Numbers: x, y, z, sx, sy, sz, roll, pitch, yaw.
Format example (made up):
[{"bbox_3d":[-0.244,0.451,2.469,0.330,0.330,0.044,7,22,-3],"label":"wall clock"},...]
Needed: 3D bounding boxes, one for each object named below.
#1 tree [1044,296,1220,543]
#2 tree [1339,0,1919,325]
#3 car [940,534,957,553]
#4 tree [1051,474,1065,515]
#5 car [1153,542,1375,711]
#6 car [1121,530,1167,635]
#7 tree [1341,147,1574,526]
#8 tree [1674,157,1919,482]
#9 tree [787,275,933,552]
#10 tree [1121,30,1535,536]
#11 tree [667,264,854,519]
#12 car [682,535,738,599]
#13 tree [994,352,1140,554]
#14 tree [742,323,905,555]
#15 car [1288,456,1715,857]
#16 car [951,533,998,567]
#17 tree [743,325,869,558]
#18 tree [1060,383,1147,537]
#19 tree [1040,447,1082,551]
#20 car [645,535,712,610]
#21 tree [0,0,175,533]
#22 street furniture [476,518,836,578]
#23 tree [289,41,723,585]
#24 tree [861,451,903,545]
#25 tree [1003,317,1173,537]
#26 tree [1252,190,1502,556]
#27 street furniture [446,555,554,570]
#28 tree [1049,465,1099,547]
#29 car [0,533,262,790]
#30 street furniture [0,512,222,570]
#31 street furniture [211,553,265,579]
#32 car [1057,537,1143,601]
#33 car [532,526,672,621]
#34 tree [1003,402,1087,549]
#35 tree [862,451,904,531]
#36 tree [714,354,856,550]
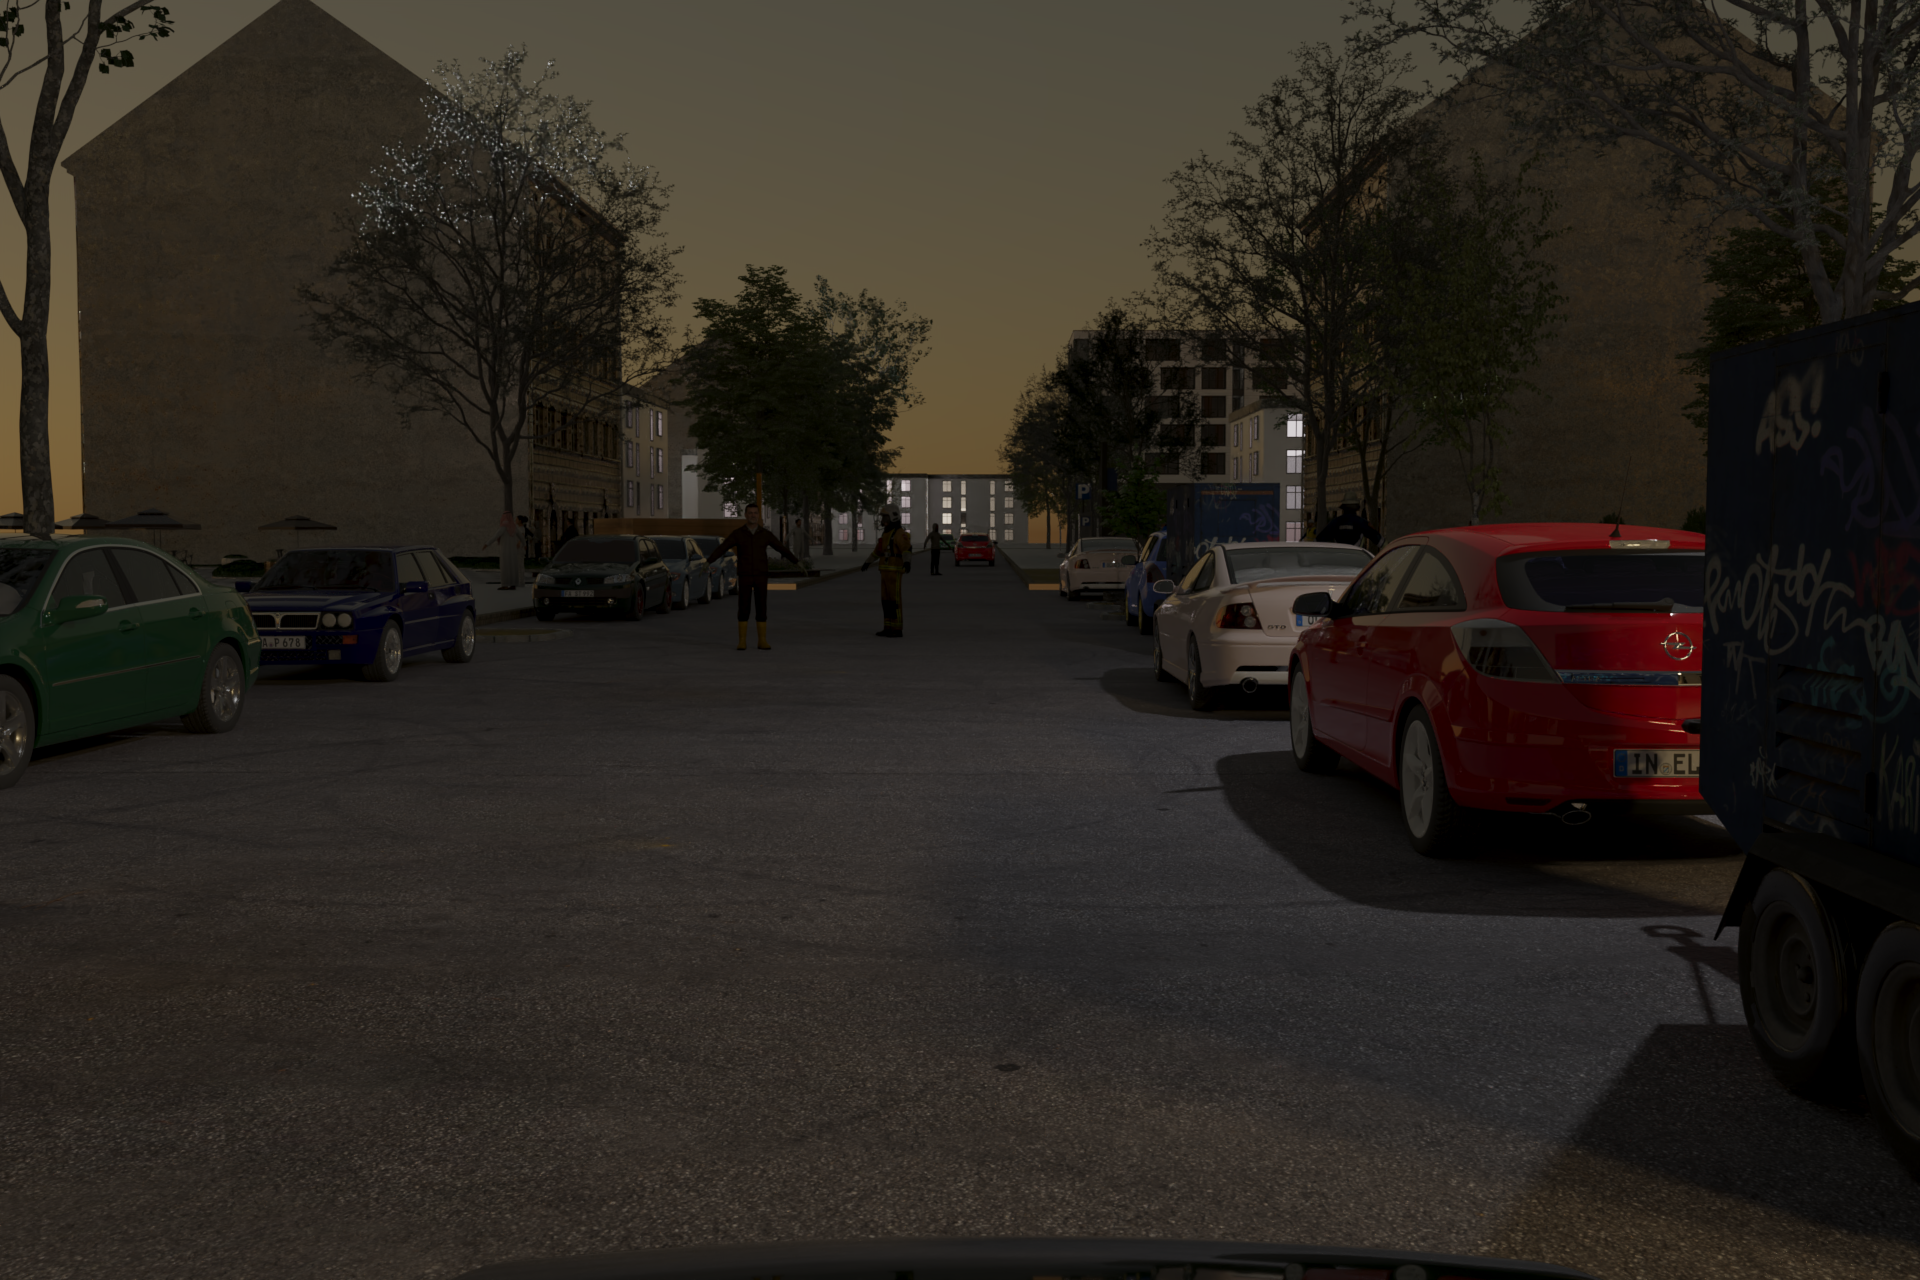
[{"bbox_3d":[6.785,-8.194,68.387,7.601,10.594,8.767,1,4,14],"label":"tree"},{"bbox_3d":[9.055,-6.557,17.581,12.009,13.543,11.850,0,3,0],"label":"tree"},{"bbox_3d":[-1.185,-7.680,134.363,1.959,1.807,4.718,0,4,1],"label":"car"},{"bbox_3d":[16.542,-20.230,241.137,12.009,13.543,11.850,0,3,0],"label":"tree"},{"bbox_3d":[2.814,-0.186,15.403,2.083,1.381,4.827,0,4,1],"label":"car"},{"bbox_3d":[3.407,-0.997,25.897,1.945,1.707,3.694,0,4,1],"label":"car"},{"bbox_3d":[9.477,-5.011,32.287,4.737,8.622,4.395,0,3,0],"label":"tree"},{"bbox_3d":[25.646,-8.237,52.803,7.486,12.596,7.792,0,3,0],"label":"tree"},{"bbox_3d":[-8.017,-16.536,126.245,12.611,20.169,13.585,0,3,0],"label":"tree"},{"bbox_3d":[9.046,-8.099,42.790,12.009,13.543,11.850,0,3,0],"label":"tree"},{"bbox_3d":[-8.362,-9.462,72.833,7.486,12.596,7.792,0,3,0],"label":"tree"},{"bbox_3d":[-6.069,-1.681,39.487,2.014,1.417,4.499,0,4,0],"label":"car"},{"bbox_3d":[7.265,-12.458,114.053,12.009,13.543,11.850,0,3,0],"label":"tree"},{"bbox_3d":[-8.106,-12.095,104.412,9.857,13.997,8.962,0,3,0],"label":"tree"},{"bbox_3d":[2.926,-0.008,9.167,2.155,1.783,4.494,0,4,0],"label":"car"},{"bbox_3d":[0.652,-4.212,77.902,2.155,1.783,4.494,0,4,0],"label":"car"},{"bbox_3d":[-8.834,-10.782,94.412,7.486,12.596,7.792,0,3,0],"label":"tree"},{"bbox_3d":[6.327,-8.062,82.170,4.360,8.622,3.978,0,3,0],"label":"tree"},{"bbox_3d":[7.528,-11.097,131.790,4.360,8.622,3.978,0,3,0],"label":"tree"},{"bbox_3d":[-6.000,-1.357,34.183,2.014,1.417,4.499,0,4,1],"label":"car"},{"bbox_3d":[-13.246,-10.318,24.594,12.611,20.169,13.585,0,3,0],"label":"tree"},{"bbox_3d":[-7.502,-2.719,51.306,9.812,1.723,11.010,3,5,43],"label":"street furniture"},{"bbox_3d":[-11.585,-8.173,43.995,12.009,13.543,11.850,0,3,0],"label":"tree"},{"bbox_3d":[-7.090,-11.994,146.462,4.360,8.622,3.978,0,3,0],"label":"tree"},{"bbox_3d":[7.556,-11.422,97.125,12.009,13.543,11.850,0,3,0],"label":"tree"},{"bbox_3d":[12.729,-7.810,53.443,9.928,11.665,9.643,0,3,0],"label":"tree"},{"bbox_3d":[-15.996,-2.912,63.235,10.072,0.657,5.734,0,4,-7],"label":"street furniture"},{"bbox_3d":[7.962,-10.580,123.351,4.360,8.622,3.978,0,3,0],"label":"tree"},{"bbox_3d":[-6.225,0.039,11.157,2.131,1.459,4.920,0,4,1],"label":"car"},{"bbox_3d":[-33.059,-3.019,54.398,14.083,1.986,27.439,0,4,4],"label":"street furniture"},{"bbox_3d":[-20.030,-2.312,53.432,5.734,0.657,10.072,-2,4,-25],"label":"street furniture"},{"bbox_3d":[3.215,-1.591,38.377,2.083,1.381,4.827,0,4,0],"label":"car"},{"bbox_3d":[-6.087,-1.220,29.738,2.009,1.686,4.222,0,4,1],"label":"car"},{"bbox_3d":[7.136,-14.008,147.161,7.486,12.596,7.792,0,3,0],"label":"tree"},{"bbox_3d":[-7.536,-12.292,151.330,4.360,8.622,3.978,0,3,0],"label":"tree"},{"bbox_3d":[-8.743,-9.181,84.523,7.601,10.594,8.767,-1,4,-20],"label":"tree"}]
